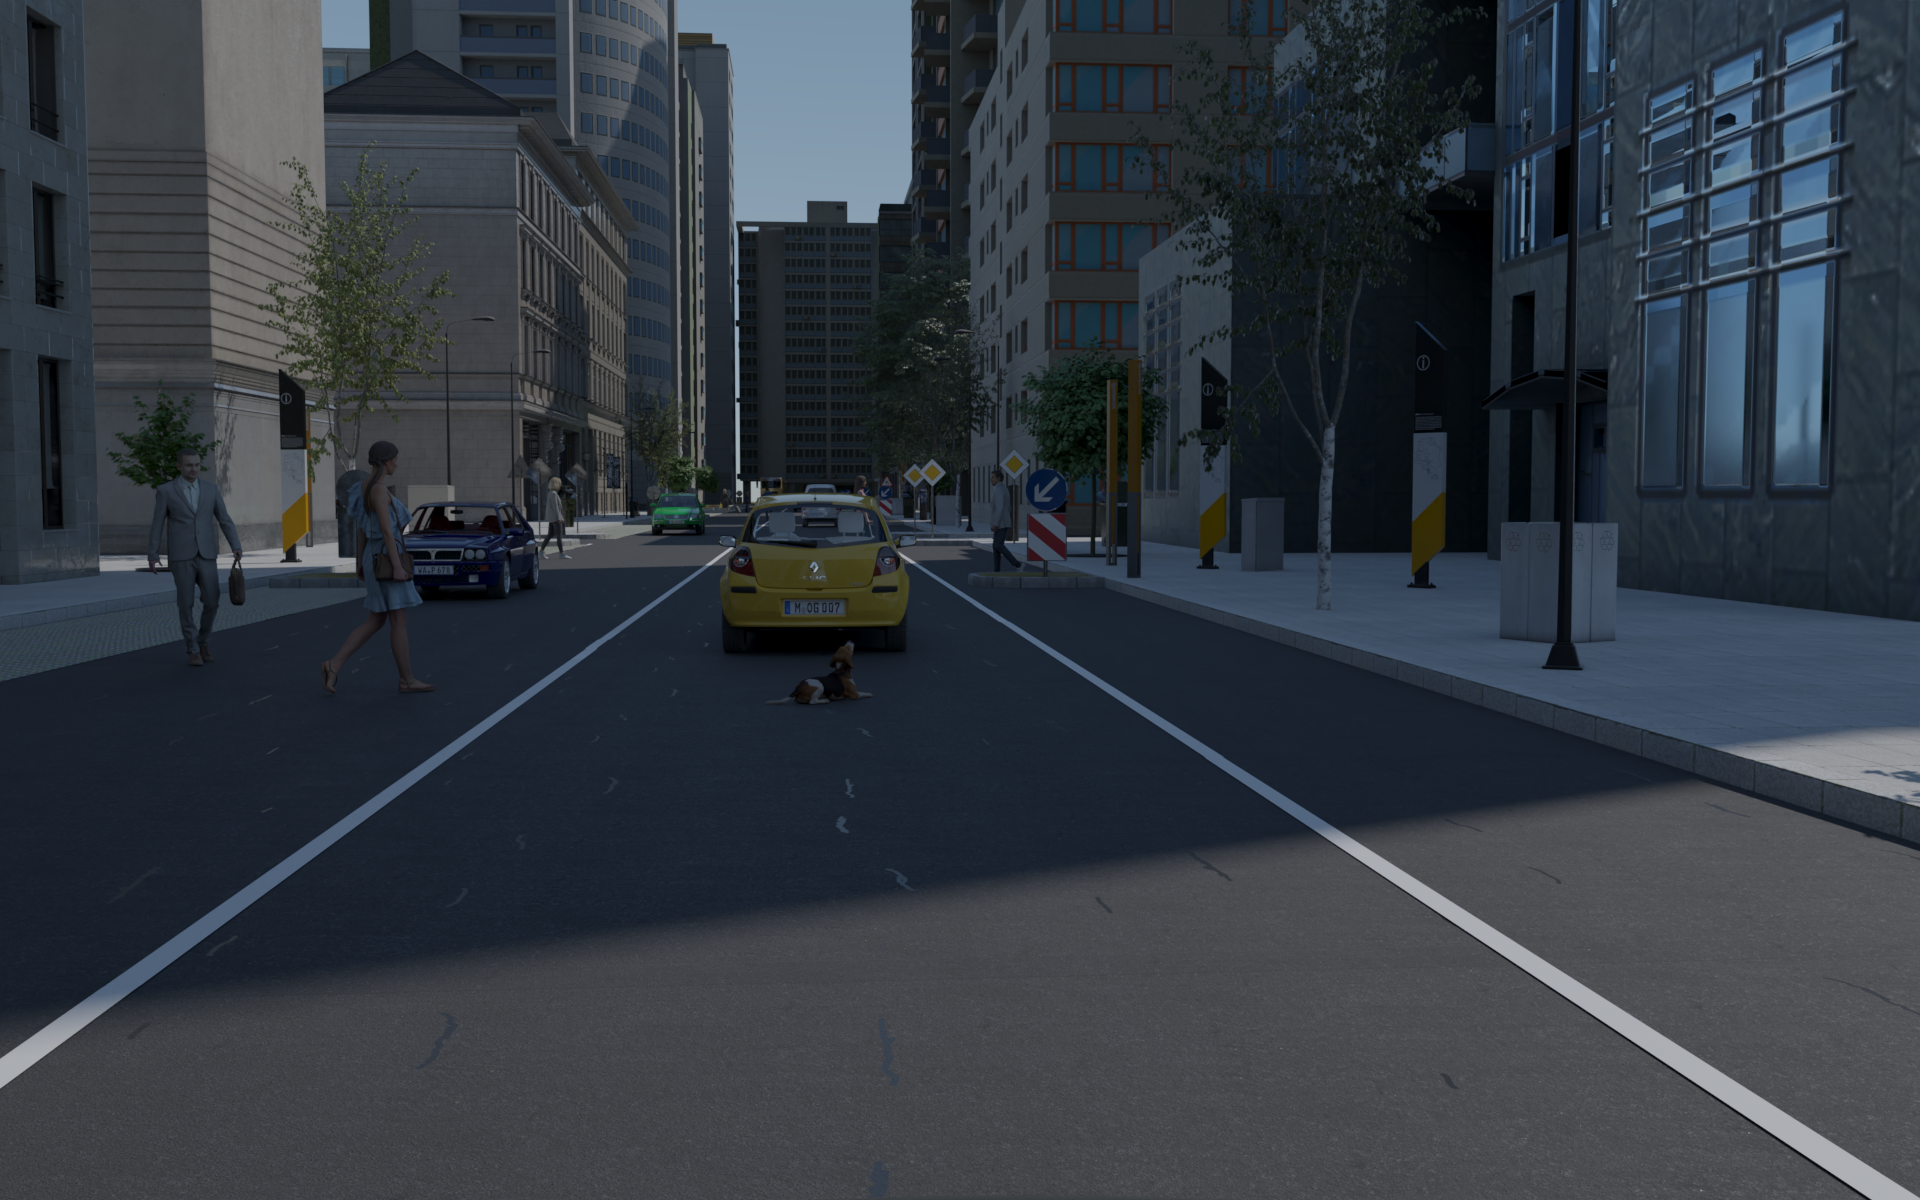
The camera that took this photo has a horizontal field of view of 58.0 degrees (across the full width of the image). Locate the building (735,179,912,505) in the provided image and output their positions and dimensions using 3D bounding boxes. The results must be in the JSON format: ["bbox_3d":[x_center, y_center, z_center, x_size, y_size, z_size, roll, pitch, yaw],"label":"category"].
[{"bbox_3d":[-17.790,-33.056,232.347,23.993,40.220,32.217,0,4,-5],"label":"building"}]

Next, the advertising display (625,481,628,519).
[{"bbox_3d":[-16.976,-5.074,88.168,0.123,1.923,0.974,-1,4,-11],"label":"advertising display"}]

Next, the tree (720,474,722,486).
[{"bbox_3d":[-26.373,-11.941,178.955,4.285,4.588,4.351,0,3,0],"label":"tree"}]

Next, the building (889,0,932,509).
[{"bbox_3d":[4.265,-43.868,155.491,20.563,71.187,20.611,0,4,-5],"label":"building"}]

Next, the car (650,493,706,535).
[{"bbox_3d":[-9.998,-3.227,61.564,1.959,1.807,4.718,0,4,-7],"label":"car"}]

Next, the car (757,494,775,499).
[{"bbox_3d":[-17.840,-9.316,161.359,2.155,1.783,4.494,0,4,-7],"label":"car"}]

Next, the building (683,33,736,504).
[{"bbox_3d":[-43.433,-41.732,224.314,28.212,58.520,21.231,0,4,-5],"label":"building"}]

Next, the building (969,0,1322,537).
[{"bbox_3d":[16.025,-13.769,70.161,28.899,21.520,27.650,0,4,-5],"label":"building"}]

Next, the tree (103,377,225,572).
[{"bbox_3d":[-13.282,-2.099,28.916,1.663,3.219,1.824,0,3,0],"label":"tree"}]

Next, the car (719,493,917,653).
[{"bbox_3d":[-1.411,-0.422,17.120,2.015,1.641,3.980,0,4,-4],"label":"car"}]

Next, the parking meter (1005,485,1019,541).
[{"bbox_3d":[1.419,-2.368,47.122,0.372,1.533,0.369,0,3,0],"label":"parking meter"}]

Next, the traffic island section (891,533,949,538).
[{"bbox_3d":[-1.464,-2.129,57.095,2.009,0.180,2.903,0,4,-5],"label":"traffic island section"}]

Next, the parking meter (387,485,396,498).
[{"bbox_3d":[-15.212,-2.307,46.128,0.372,1.533,0.369,0,3,0],"label":"parking meter"}]

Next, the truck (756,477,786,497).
[{"bbox_3d":[-22.083,-12.669,203.070,3.469,3.379,9.791,0,4,-5],"label":"truck"}]

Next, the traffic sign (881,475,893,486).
[{"bbox_3d":[-5.003,-7.250,118.536,0.884,2.594,0.081,0,4,-1],"label":"traffic sign"}]

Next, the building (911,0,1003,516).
[{"bbox_3d":[8.322,-27.777,108.774,22.147,44.769,28.867,0,4,-5],"label":"building"}]

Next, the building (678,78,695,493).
[{"bbox_3d":[-32.897,-29.426,164.703,14.154,41.232,14.086,0,4,-5],"label":"building"}]

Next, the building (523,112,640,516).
[{"bbox_3d":[-30.116,-17.020,111.568,16.112,22.955,30.059,0,4,-5],"label":"building"}]

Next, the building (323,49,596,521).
[{"bbox_3d":[-23.845,-13.819,76.844,10.553,20.767,40.483,0,4,-5],"label":"building"}]

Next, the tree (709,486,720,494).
[{"bbox_3d":[-26.341,-11.666,185.344,1.663,3.219,1.824,0,3,0],"label":"tree"}]

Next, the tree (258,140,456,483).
[{"bbox_3d":[-12.936,-5.291,36.873,4.737,8.622,4.395,0,3,0],"label":"tree"}]

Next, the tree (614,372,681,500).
[{"bbox_3d":[-18.722,-9.419,104.357,4.360,8.622,3.978,0,3,0],"label":"tree"}]

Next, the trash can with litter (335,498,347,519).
[{"bbox_3d":[-20.050,-2.759,56.503,0.624,1.170,1.055,1,4,20],"label":"trash can with litter"}]

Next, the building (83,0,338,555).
[{"bbox_3d":[-24.971,-11.666,39.895,18.267,20.994,9.793,0,4,-5],"label":"building"}]

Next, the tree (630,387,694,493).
[{"bbox_3d":[-20.257,-10.249,117.939,4.737,8.622,4.395,0,3,0],"label":"tree"}]

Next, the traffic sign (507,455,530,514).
[{"bbox_3d":[-14.495,-3.495,57.139,0.884,2.594,0.081,0,4,0],"label":"traffic sign"}]

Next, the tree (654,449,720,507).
[{"bbox_3d":[-20.622,-8.678,125.596,4.285,4.588,4.351,0,3,0],"label":"tree"}]

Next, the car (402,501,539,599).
[{"bbox_3d":[-7.148,-0.749,24.828,1.945,1.354,3.894,0,4,-5],"label":"car"}]

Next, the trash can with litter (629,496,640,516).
[{"bbox_3d":[-18.659,-5.401,99.691,0.624,1.170,1.055,-2,4,-30],"label":"trash can with litter"}]

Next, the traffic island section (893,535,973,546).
[{"bbox_3d":[-0.762,-1.643,49.141,2.009,0.180,2.903,0,4,-5],"label":"traffic island section"}]

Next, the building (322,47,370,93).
[{"bbox_3d":[-65.468,-34.843,189.295,30.456,49.044,23.786,0,4,-5],"label":"building"}]

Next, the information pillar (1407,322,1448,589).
[{"bbox_3d":[6.360,-1.966,23.497,0.183,3.616,0.504,-3,5,-40],"label":"information pillar"}]

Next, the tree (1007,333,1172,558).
[{"bbox_3d":[2.658,-3.169,35.533,4.285,4.588,4.351,0,3,0],"label":"tree"}]

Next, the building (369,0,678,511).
[{"bbox_3d":[-34.774,-36.747,142.812,21.231,58.520,28.212,0,4,-5],"label":"building"}]

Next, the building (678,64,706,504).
[{"bbox_3d":[-39.602,-34.775,192.277,21.600,48.544,21.300,0,4,-5],"label":"building"}]

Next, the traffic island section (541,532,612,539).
[{"bbox_3d":[-12.413,-2.071,56.137,2.009,0.180,2.903,0,4,-5],"label":"traffic island section"}]

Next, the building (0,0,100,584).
[{"bbox_3d":[-17.982,-9.977,17.871,10.420,20.320,16.860,0,4,-5],"label":"building"}]

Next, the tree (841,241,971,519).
[{"bbox_3d":[-1.153,-11.128,88.592,9.857,13.997,8.962,0,3,0],"label":"tree"}]

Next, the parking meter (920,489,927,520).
[{"bbox_3d":[-1.779,-4.634,84.185,0.372,1.533,0.369,0,3,0],"label":"parking meter"}]

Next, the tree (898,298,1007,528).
[{"bbox_3d":[-0.127,-7.048,65.602,4.360,8.622,3.978,0,3,0],"label":"tree"}]

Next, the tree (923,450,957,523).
[{"bbox_3d":[-0.874,-4.988,76.150,1.663,3.219,1.824,0,3,0],"label":"tree"}]

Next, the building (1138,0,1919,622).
[{"bbox_3d":[17.384,-43.926,30.860,22.319,86.520,31.000,0,4,-5],"label":"building"}]

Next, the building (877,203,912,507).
[{"bbox_3d":[-1.356,-24.648,174.701,14.160,30.474,14.107,0,4,-5],"label":"building"}]

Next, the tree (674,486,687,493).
[{"bbox_3d":[-22.356,-8.803,138.524,1.663,3.219,1.824,0,3,0],"label":"tree"}]

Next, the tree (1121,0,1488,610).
[{"bbox_3d":[4.001,-4.211,19.216,4.360,8.622,3.978,0,3,0],"label":"tree"}]

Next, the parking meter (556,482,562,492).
[{"bbox_3d":[-16.591,-4.017,71.393,0.255,1.863,0.399,1,4,21],"label":"parking meter"}]

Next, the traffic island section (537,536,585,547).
[{"bbox_3d":[-11.711,-1.584,48.183,2.009,0.180,2.903,0,4,-5],"label":"traffic island section"}]

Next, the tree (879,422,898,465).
[{"bbox_3d":[-4.163,-10.755,126.214,4.360,8.622,3.978,0,3,0],"label":"tree"}]

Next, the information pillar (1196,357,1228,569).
[{"bbox_3d":[4.308,-2.333,29.503,0.504,3.616,0.183,3,4,39],"label":"information pillar"}]

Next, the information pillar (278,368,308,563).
[{"bbox_3d":[-12.449,-2.506,32.331,0.504,3.616,0.183,0,4,5],"label":"information pillar"}]

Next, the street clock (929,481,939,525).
[{"bbox_3d":[-1.099,-4.140,72.259,0.358,2.002,0.471,2,4,28],"label":"street clock"}]
